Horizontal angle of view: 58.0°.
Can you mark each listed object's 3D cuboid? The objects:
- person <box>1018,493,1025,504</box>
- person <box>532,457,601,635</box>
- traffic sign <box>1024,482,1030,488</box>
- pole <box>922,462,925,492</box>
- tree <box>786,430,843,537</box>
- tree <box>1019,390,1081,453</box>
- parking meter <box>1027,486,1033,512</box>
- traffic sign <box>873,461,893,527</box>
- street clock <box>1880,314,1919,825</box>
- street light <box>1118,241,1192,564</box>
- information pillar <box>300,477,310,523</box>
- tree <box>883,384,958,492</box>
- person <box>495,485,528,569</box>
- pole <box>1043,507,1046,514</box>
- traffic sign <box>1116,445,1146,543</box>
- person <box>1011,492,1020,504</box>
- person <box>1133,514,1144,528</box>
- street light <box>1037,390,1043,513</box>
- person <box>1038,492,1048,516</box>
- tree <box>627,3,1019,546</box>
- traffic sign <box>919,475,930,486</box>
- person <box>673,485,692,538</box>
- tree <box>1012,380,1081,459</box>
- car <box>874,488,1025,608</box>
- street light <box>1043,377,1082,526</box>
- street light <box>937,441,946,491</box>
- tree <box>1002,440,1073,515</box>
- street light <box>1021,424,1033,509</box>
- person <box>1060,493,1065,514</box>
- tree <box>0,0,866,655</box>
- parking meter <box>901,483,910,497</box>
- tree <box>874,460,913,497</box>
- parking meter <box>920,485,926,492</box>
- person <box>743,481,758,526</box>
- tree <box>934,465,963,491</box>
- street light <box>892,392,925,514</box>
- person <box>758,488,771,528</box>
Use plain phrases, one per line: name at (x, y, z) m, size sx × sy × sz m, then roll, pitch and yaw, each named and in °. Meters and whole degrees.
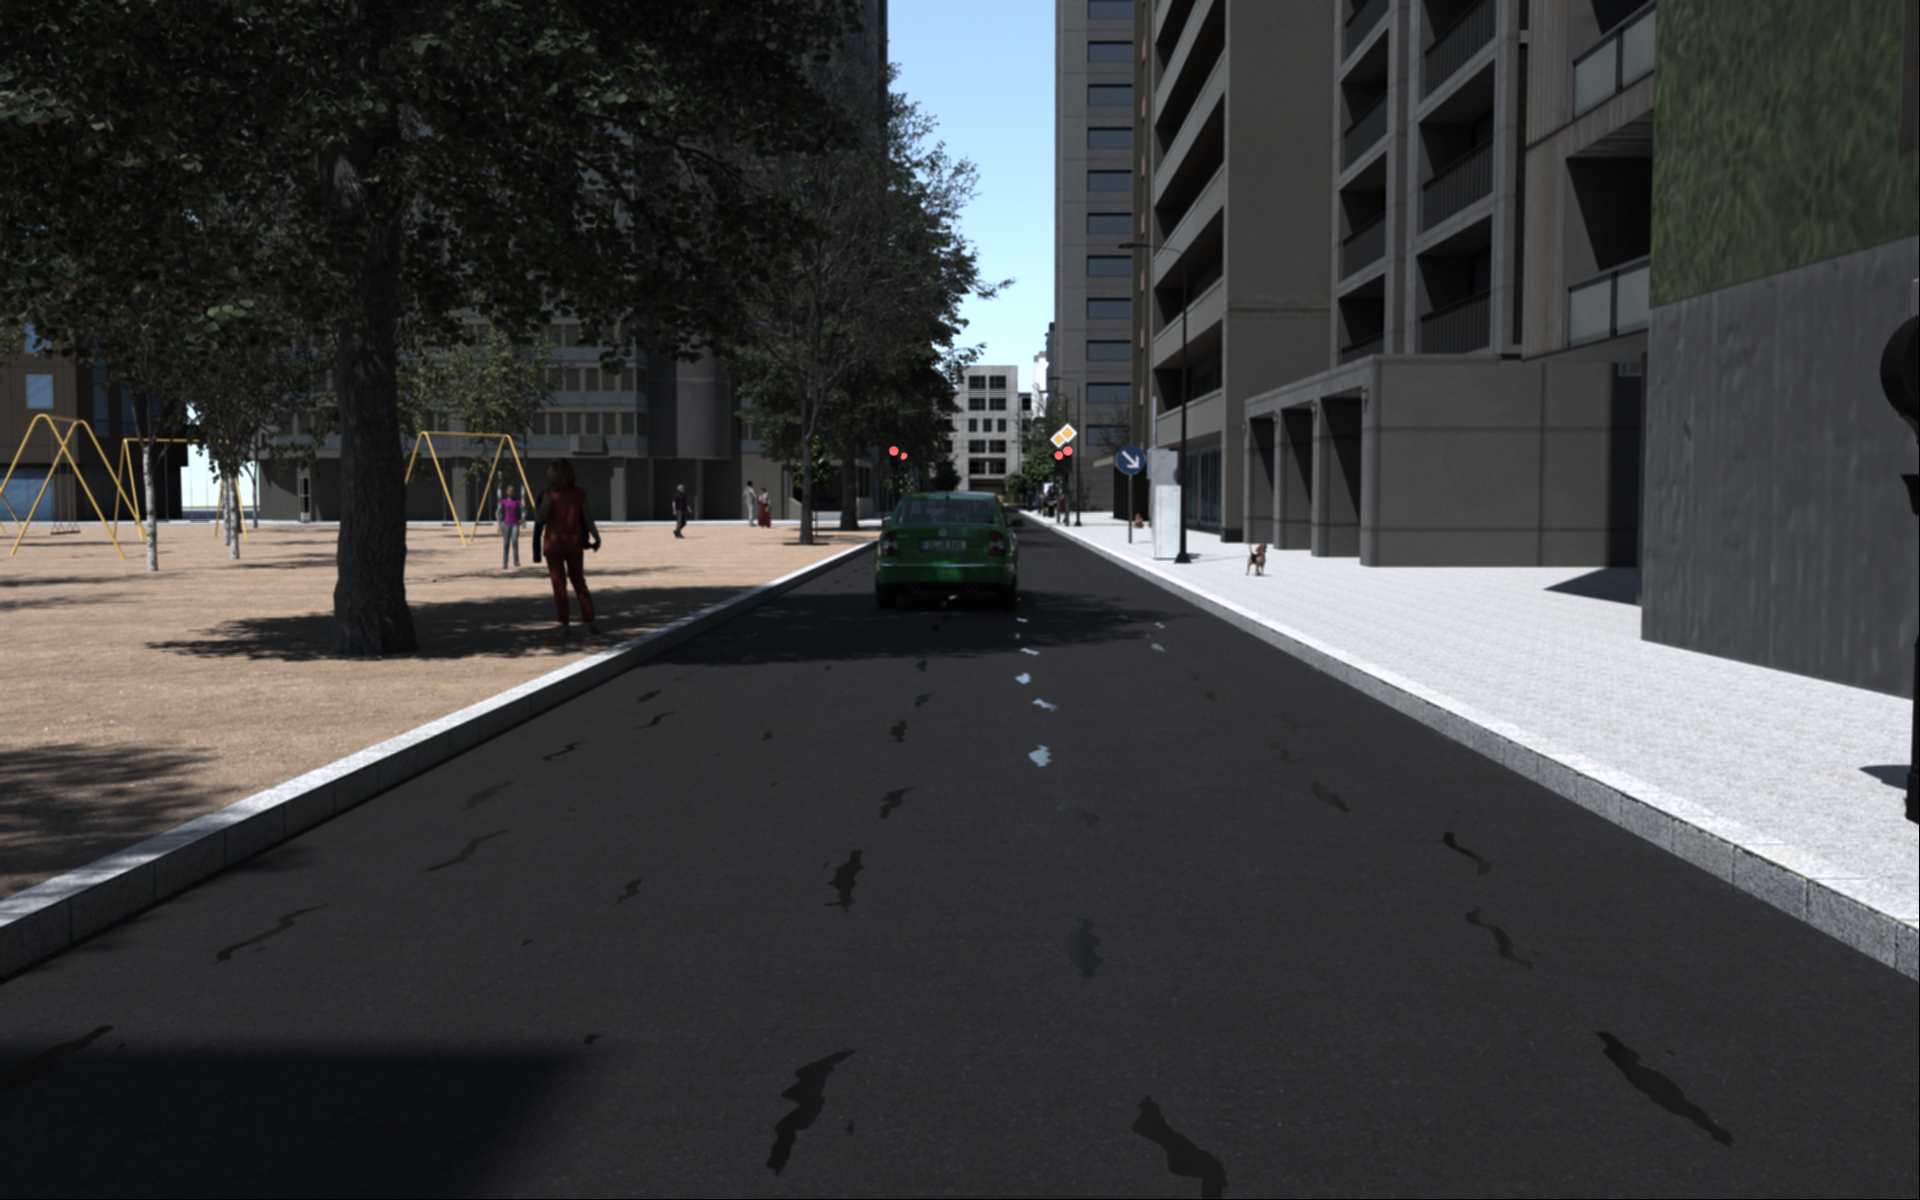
person at (7.542, -12.618, 212.901) m, size 0.990 × 1.755 × 0.434 m, roll -1°, pitch 4°, yaw -11°
person at (-3.598, -0.495, 15.837) m, size 0.593 × 1.614 × 0.444 m, roll 0°, pitch 4°, yaw -6°
traffic sign at (5.619, -8.606, 140.711) m, size 0.884 × 2.594 × 0.081 m, roll 0°, pitch 4°, yaw 8°
pole at (-2.321, -7.085, 109.677) m, size 0.158 × 3.312 × 0.155 m, roll 0°, pitch 3°, yaw 0°
tree at (-4.183, -3.491, 51.683) m, size 1.663 × 3.219 × 1.824 m, roll 0°, pitch 3°, yaw 0°
tree at (6.282, -10.344, 119.481) m, size 4.737 × 8.622 × 4.395 m, roll 0°, pitch 3°, yaw 0°
parking meter at (5.110, -7.380, 126.366) m, size 0.399 × 1.863 × 0.255 m, roll -3°, pitch 5°, yaw -43°
traffic sign at (-2.989, -4.090, 66.978) m, size 0.768 × 2.556 × 0.104 m, roll 0°, pitch 4°, yaw 6°
street clock at (3.815, -0.129, 6.679) m, size 0.471 × 2.002 × 0.358 m, roll 1°, pitch 4°, yaw 9°
street light at (3.599, -3.637, 32.001) m, size 1.470 × 5.913 × 1.316 m, roll 0°, pitch 4°, yaw 1°
information pillar at (-29.058, -4.425, 76.845) m, size 0.304 × 2.012 × 0.304 m, roll -3°, pitch 5°, yaw -41°
tree at (-2.754, -9.518, 105.986) m, size 4.737 × 8.622 × 4.395 m, roll 0°, pitch 3°, yaw 0°
person at (-7.623, -1.237, 29.502) m, size 0.726 × 1.435 × 0.776 m, roll -1°, pitch 4°, yaw -20°
pole at (5.285, -6.993, 108.181) m, size 0.158 × 3.312 × 0.155 m, roll 0°, pitch 3°, yaw 0°
traffic sign at (4.423, -2.740, 44.902) m, size 0.768 × 2.556 × 0.104 m, roll 0°, pitch 4°, yaw 8°
person at (7.124, -13.132, 220.778) m, size 1.348 × 1.821 × 0.705 m, roll 0°, pitch 4°, yaw 6°
person at (6.722, -2.978, 65.213) m, size 0.357 × 0.543 × 0.381 m, roll -3°, pitch 5°, yaw -44°
street light at (4.232, -6.432, 77.702) m, size 1.470 × 5.913 × 1.316 m, roll 0°, pitch 4°, yaw 1°
person at (4.795, -5.502, 99.241) m, size 0.697 × 1.427 × 0.421 m, roll 2°, pitch 4°, yaw 34°
tree at (-3.748, -8.115, 43.054) m, size 12.009 × 13.543 × 11.850 m, roll 0°, pitch 3°, yaw 0°
traffic sign at (-2.403, -7.150, 117.000) m, size 0.768 × 2.556 × 0.104 m, roll 0°, pitch 4°, yaw 3°
person at (-8.092, -2.566, 50.199) m, size 0.569 × 1.553 × 0.471 m, roll -2°, pitch 4°, yaw -27°
tree at (5.575, -9.842, 111.283) m, size 4.360 × 8.622 × 3.978 m, roll 0°, pitch 3°, yaw 0°
car at (-0.108, -0.880, 23.181) m, size 1.959 × 1.807 × 4.718 m, roll 0°, pitch 4°, yaw 3°
street light at (4.149, -5.874, 68.583) m, size 1.470 × 5.913 × 1.316 m, roll 0°, pitch 4°, yaw 1°
street light at (-1.811, -8.645, 113.883) m, size 1.470 × 5.913 × 1.316 m, roll 0°, pitch 4°, yaw 1°
tree at (5.229, -7.445, 105.435) m, size 4.285 × 4.588 × 4.351 m, roll 0°, pitch 3°, yaw 0°
street light at (4.766, -8.706, 114.877) m, size 1.470 × 5.913 × 1.316 m, roll 0°, pitch 4°, yaw 1°
person at (6.628, -6.376, 112.765) m, size 0.387 × 1.526 × 0.523 m, roll 0°, pitch 4°, yaw 5°
tree at (-4.886, -6.546, 13.683) m, size 9.857 × 13.997 × 8.962 m, roll 0°, pitch 3°, yaw 0°
parking meter at (-2.666, -4.815, 84.441) m, size 0.399 × 1.863 × 0.255 m, roll -2°, pitch 4°, yaw -29°
tree at (-2.909, -5.260, 80.604) m, size 1.663 × 3.219 × 1.824 m, roll 0°, pitch 3°, yaw 0°
parking meter at (-2.446, -6.733, 115.792) m, size 0.255 × 1.863 × 0.399 m, roll 2°, pitch 4°, yaw 32°
person at (-8.282, -3.845, 69.055) m, size 0.789 × 1.805 × 0.875 m, roll -3°, pitch 5°, yaw -44°
tree at (-1.394, -12.799, 192.977) m, size 4.285 × 4.588 × 4.351 m, roll 0°, pitch 3°, yaw 0°
street light at (-2.433, -6.421, 77.527) m, size 1.470 × 5.913 × 1.316 m, roll 0°, pitch 4°, yaw 1°
person at (-7.439, -3.512, 65.939) m, size 0.523 × 1.526 × 0.387 m, roll 0°, pitch 4°, yaw -1°
